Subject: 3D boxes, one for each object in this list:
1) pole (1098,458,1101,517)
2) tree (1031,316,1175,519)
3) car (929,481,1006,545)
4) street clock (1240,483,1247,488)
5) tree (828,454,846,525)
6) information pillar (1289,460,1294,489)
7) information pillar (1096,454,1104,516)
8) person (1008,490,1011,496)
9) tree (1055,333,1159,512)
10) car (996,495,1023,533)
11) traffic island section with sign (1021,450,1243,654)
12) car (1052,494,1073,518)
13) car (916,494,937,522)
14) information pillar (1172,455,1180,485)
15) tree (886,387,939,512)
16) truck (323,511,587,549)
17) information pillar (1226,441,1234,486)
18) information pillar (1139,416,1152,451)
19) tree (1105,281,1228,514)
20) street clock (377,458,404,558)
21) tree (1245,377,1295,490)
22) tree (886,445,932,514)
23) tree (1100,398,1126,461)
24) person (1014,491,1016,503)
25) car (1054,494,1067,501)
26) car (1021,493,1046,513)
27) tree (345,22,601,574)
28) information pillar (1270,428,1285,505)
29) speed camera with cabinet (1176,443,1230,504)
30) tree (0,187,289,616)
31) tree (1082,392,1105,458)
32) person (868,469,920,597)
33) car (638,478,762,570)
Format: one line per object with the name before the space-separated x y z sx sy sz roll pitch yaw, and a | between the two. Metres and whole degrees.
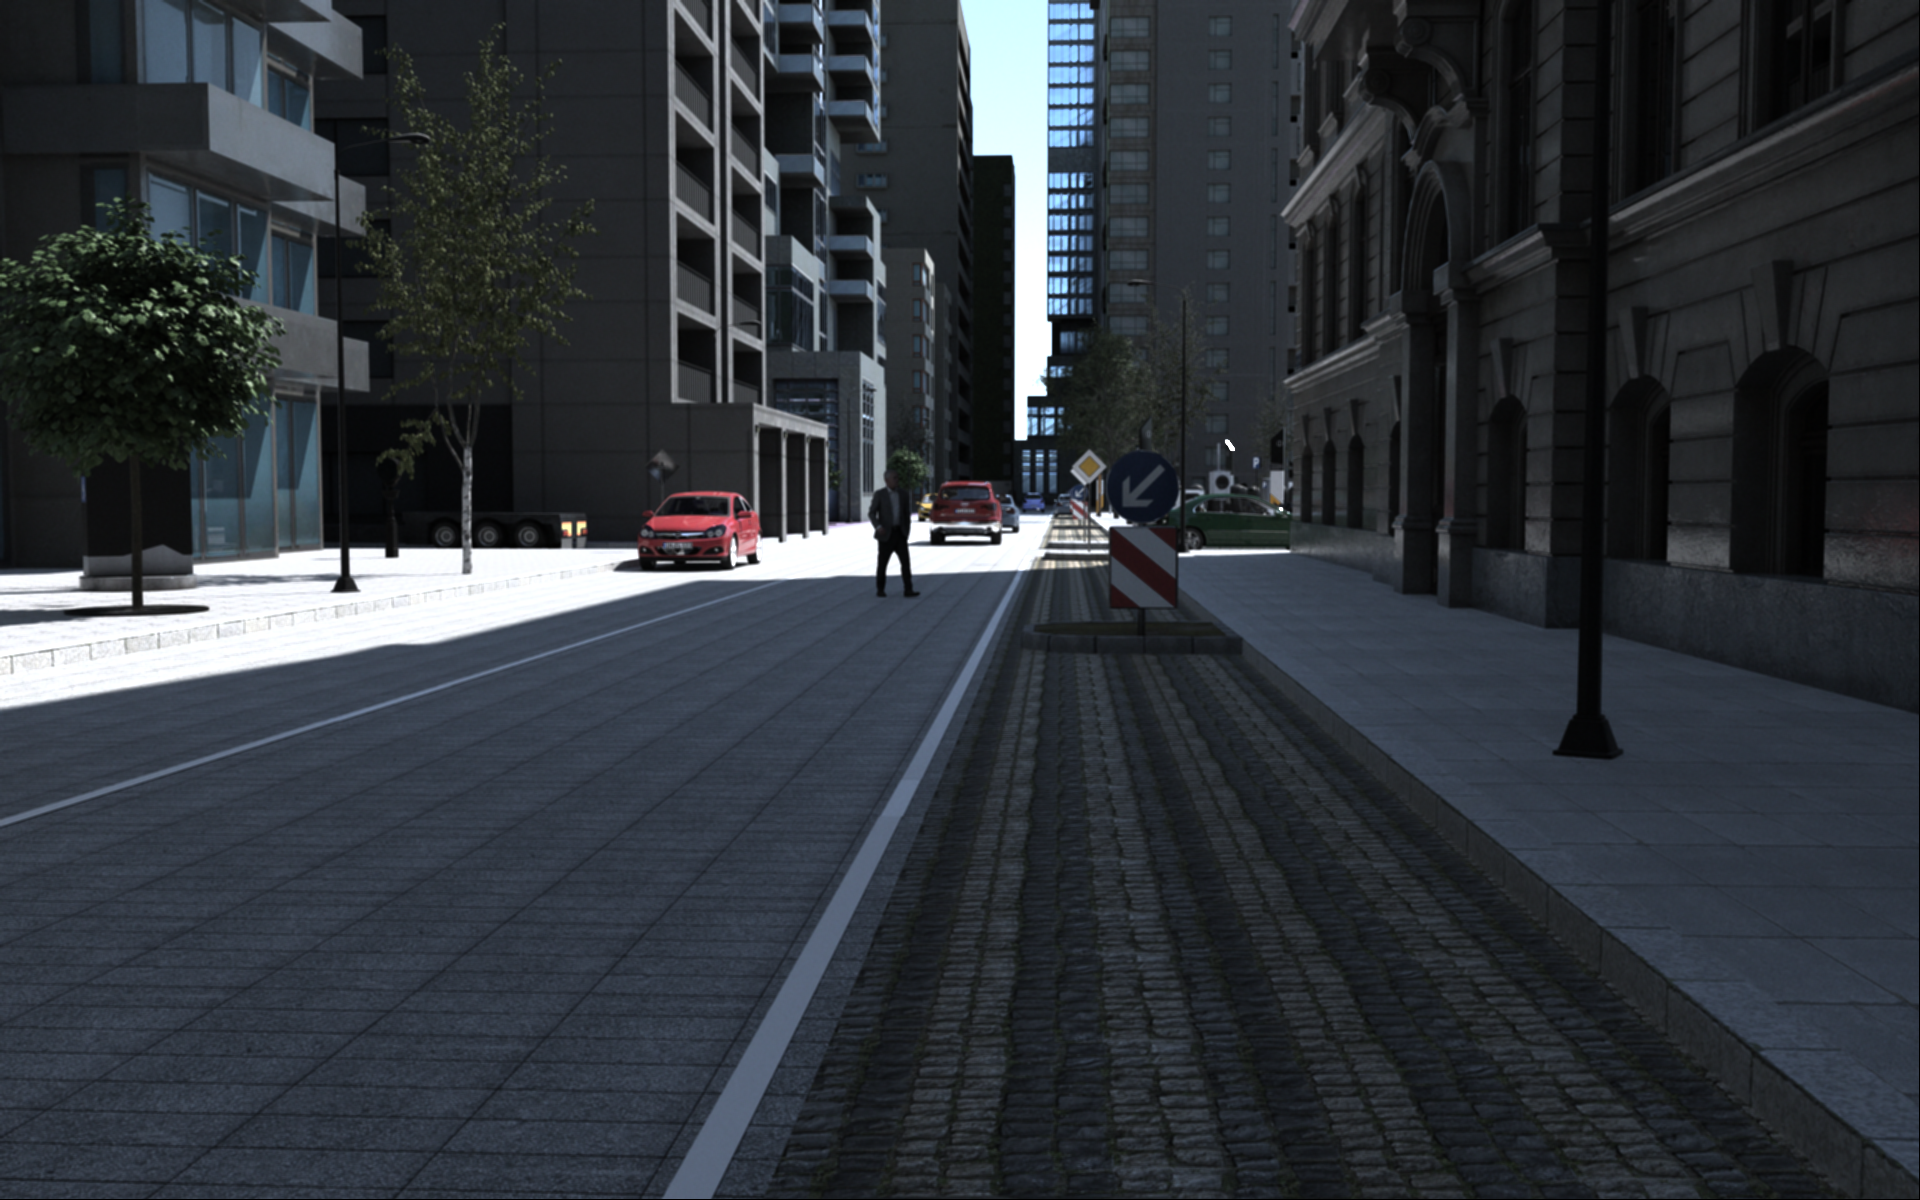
pole | 7.866 -6.343 97.557 0.158 3.312 0.155 0 3 0
tree | 7.928 -9.561 90.742 7.601 10.594 8.767 2 4 33
car | 0.210 -2.565 50.609 2.281 1.827 5.304 0 4 2
street clock | 18.447 -6.620 112.806 0.471 2.002 0.358 -2 4 -30
tree | -5.536 -4.740 72.099 1.663 3.219 1.824 0 3 0
information pillar | 22.518 -7.714 117.486 0.504 3.616 0.183 0 4 5
information pillar | 8.080 -6.653 100.127 0.504 3.616 0.183 -2 4 -35
person | 5.172 -10.421 178.872 0.705 1.826 1.348 1 4 18
tree | 10.468 -12.506 122.597 7.486 12.596 7.792 0 3 0
car | 1.367 -3.264 65.364 2.014 1.417 4.499 0 4 3
traffic island section with sign | 1.581 -0.473 16.356 1.989 1.847 2.006 0 4 3
car | 6.561 -5.652 104.417 2.014 1.417 4.499 0 4 3
car | -1.270 -4.941 91.001 2.015 1.641 3.980 0 4 2
information pillar | 12.945 -6.882 103.880 0.504 3.616 0.183 0 4 1
tree | -3.435 -10.293 118.652 4.360 8.622 3.978 0 3 0
truck | -19.098 -3.329 44.193 18.799 4.110 2.967 0 4 3
information pillar | 11.789 -5.166 75.813 0.183 3.616 0.504 -2 4 -26
information pillar | 5.542 -3.689 51.673 0.504 3.616 0.183 -3 5 -42
tree | 7.365 -6.747 60.679 4.360 8.622 3.978 0 3 0
street clock | -11.472 -1.856 34.923 0.471 2.002 0.358 1 4 13
tree | 19.690 -9.671 108.488 4.360 8.622 3.978 0 3 0
tree | -3.510 -7.915 113.127 4.285 4.588 4.351 0 3 0
tree | 11.631 -11.033 130.744 4.737 8.622 4.395 0 3 0
person | 6.354 -11.625 198.510 0.705 1.831 1.348 0 4 2
car | 8.014 -7.275 129.170 2.015 1.641 3.980 0 4 2
car | 5.707 -7.630 134.335 1.945 1.707 3.694 0 4 2
tree | -7.926 -4.739 27.847 4.737 8.622 4.395 0 3 0
information pillar | 11.228 -4.274 61.234 0.504 3.616 0.183 2 4 27
speed camera with cabinet | 9.418 -4.450 67.096 2.038 3.252 0.660 -1 4 -13
tree | -9.033 -2.139 18.692 4.285 4.588 4.351 0 3 0
tree | 9.819 -9.773 110.150 4.360 8.622 3.978 0 3 0
person | -0.902 -0.925 24.022 0.661 1.777 0.834 -3 4 -36
car | -5.084 -1.535 34.137 2.155 1.783 4.494 0 4 3
